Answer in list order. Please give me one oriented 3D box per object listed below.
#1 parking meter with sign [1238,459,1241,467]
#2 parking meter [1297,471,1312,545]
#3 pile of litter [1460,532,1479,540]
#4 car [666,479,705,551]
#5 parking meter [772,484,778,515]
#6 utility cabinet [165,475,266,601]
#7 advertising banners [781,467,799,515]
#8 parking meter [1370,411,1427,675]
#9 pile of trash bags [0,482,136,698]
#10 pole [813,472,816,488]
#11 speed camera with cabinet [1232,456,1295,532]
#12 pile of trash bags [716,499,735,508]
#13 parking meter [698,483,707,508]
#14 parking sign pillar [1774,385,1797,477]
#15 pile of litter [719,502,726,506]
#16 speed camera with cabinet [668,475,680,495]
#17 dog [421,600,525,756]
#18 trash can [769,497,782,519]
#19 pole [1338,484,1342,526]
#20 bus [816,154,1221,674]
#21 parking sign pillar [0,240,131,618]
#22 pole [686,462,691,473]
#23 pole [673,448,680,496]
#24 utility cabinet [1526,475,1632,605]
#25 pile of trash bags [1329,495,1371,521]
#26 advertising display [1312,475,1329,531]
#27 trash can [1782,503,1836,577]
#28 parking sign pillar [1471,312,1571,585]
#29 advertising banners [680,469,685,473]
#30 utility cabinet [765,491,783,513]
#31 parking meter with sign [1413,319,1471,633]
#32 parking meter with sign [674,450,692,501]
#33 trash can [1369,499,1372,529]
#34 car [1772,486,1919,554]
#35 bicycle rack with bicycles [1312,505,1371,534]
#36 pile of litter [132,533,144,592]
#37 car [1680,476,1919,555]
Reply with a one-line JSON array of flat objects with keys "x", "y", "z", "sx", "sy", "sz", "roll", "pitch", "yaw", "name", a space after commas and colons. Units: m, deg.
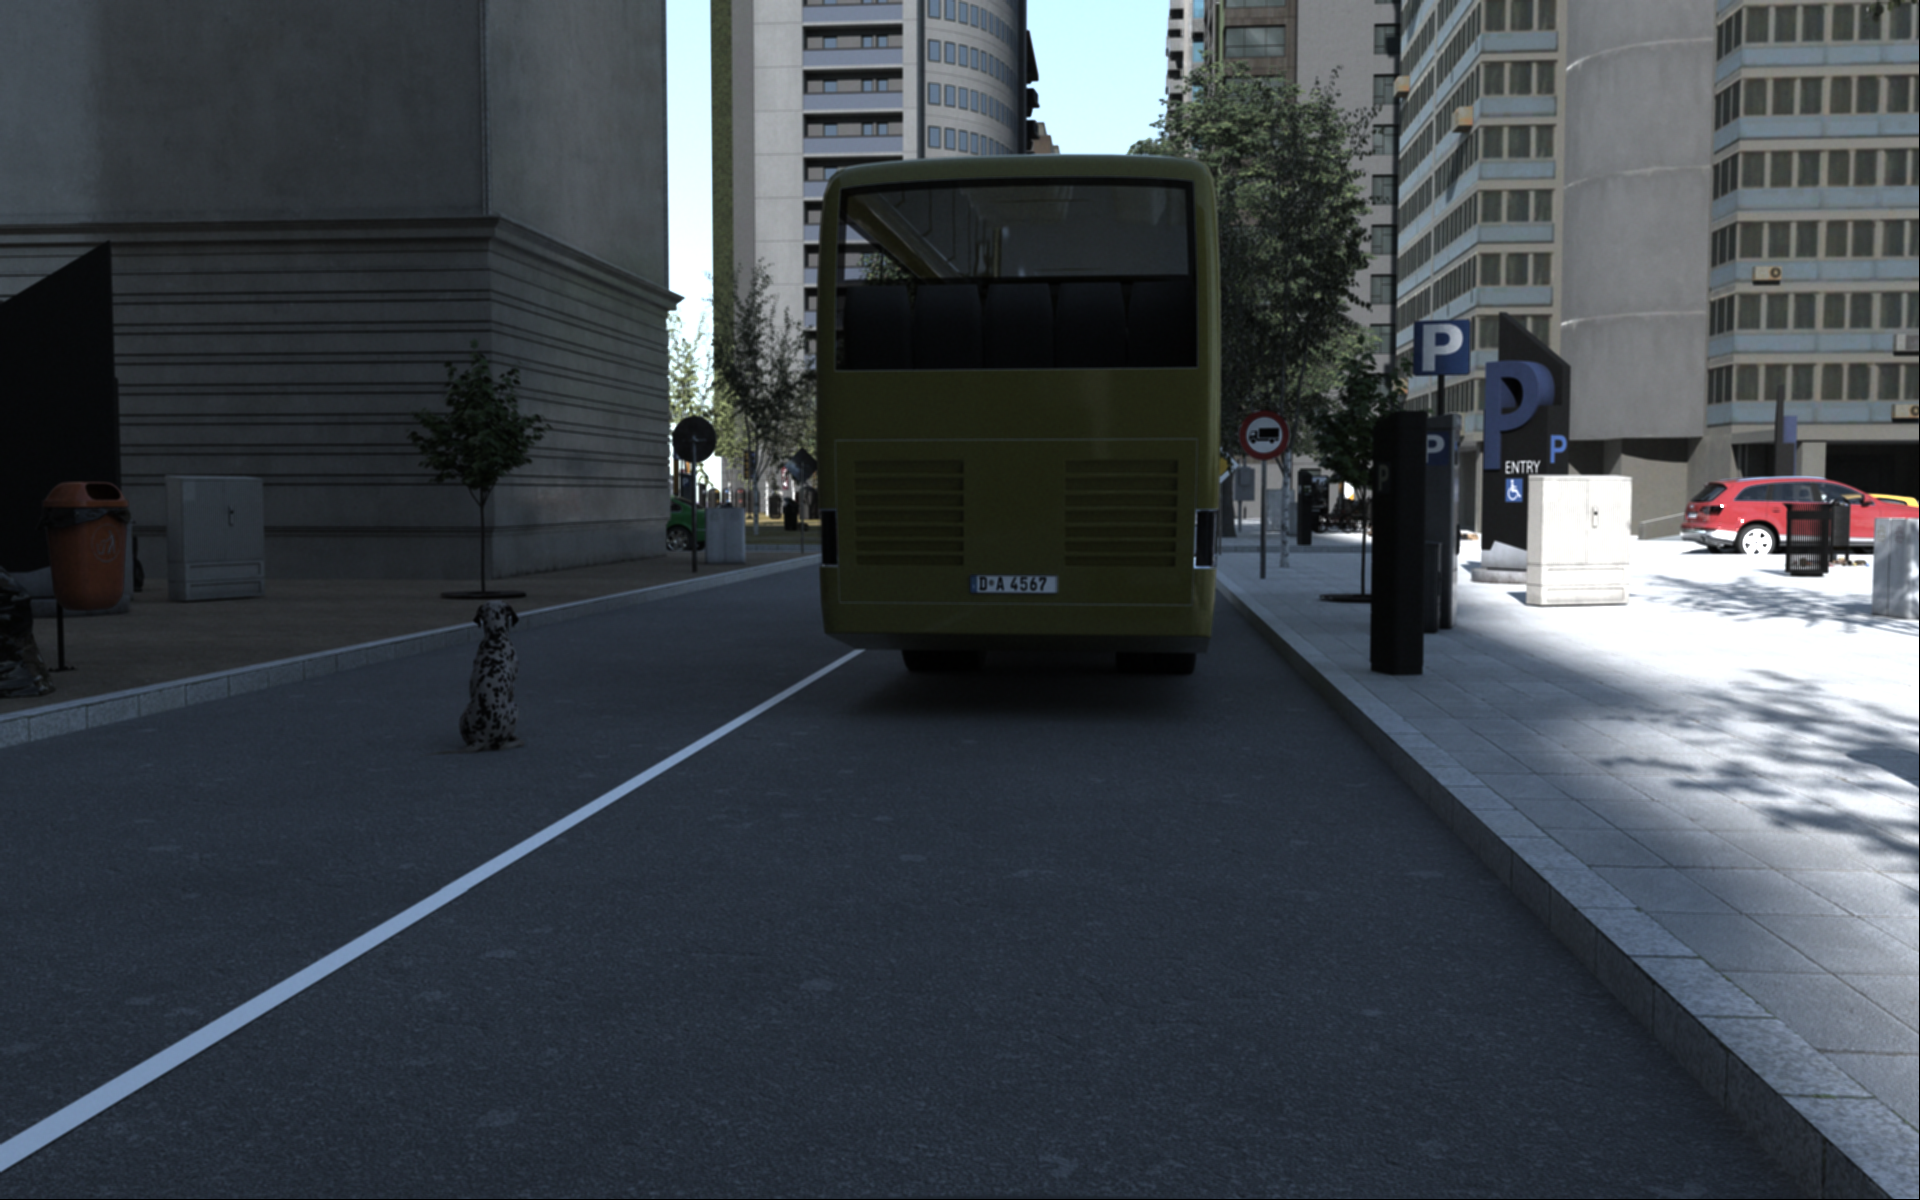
[{"x": 12.982, "y": -5.471, "z": 85.714, "sx": 1.738, "sy": 3.016, "sz": 0.543, "roll": 1, "pitch": 4, "yaw": 16, "name": "parking meter with sign"}, {"x": 8.648, "y": -2.308, "z": 43.452, "sx": 0.255, "sy": 1.863, "sz": 0.399, "roll": -1, "pitch": 4, "yaw": -11, "name": "parking meter"}, {"x": 14.016, "y": -2.134, "z": 48.849, "sx": 1.176, "sy": 0.858, "sz": 1.719, "roll": 0, "pitch": 4, "yaw": 8, "name": "pile of litter"}, {"x": -8.001, "y": -2.047, "z": 42.259, "sx": 4.718, "sy": 1.807, "sz": 1.959, "roll": 0, "pitch": 4, "yaw": 5, "name": "car"}, {"x": -11.213, "y": -6.073, "z": 105.006, "sx": 0.255, "sy": 1.863, "sz": 0.399, "roll": -2, "pitch": 4, "yaw": -31, "name": "parking meter"}, {"x": -8.989, "y": -0.751, "z": 20.958, "sx": 0.318, "sy": 1.500, "sz": 1.173, "roll": 2, "pitch": 4, "yaw": 27, "name": "utility cabinet"}, {"x": -10.192, "y": -6.801, "z": 107.377, "sx": 2.074, "sy": 3.025, "sz": 0.090, "roll": 2, "pitch": 4, "yaw": 24, "name": "advertising banners"}, {"x": 3.137, "y": -0.410, "z": 12.408, "sx": 0.255, "sy": 1.863, "sz": 0.399, "roll": -1, "pitch": 4, "yaw": -12, "name": "parking meter"}, {"x": -6.709, "y": -0.085, "z": 11.136, "sx": 1.912, "sy": 1.369, "sz": 3.447, "roll": 1, "pitch": 4, "yaw": 17, "name": "pile of trash bags"}, {"x": -9.097, "y": -6.993, "z": 108.179, "sx": 0.158, "sy": 3.312, "sz": 0.155, "roll": 0, "pitch": 3, "yaw": 0, "name": "pole"}, {"x": 10.301, "y": -3.941, "z": 58.777, "sx": 2.038, "sy": 3.252, "sz": 0.660, "roll": 0, "pitch": 4, "yaw": -2, "name": "speed camera with cabinet"}, {"x": -7.475, "y": -2.241, "z": 46.394, "sx": 3.447, "sy": 1.369, "sz": 1.912, "roll": 1, "pitch": 4, "yaw": 21, "name": "pile of trash bags"}, {"x": -13.485, "y": -5.203, "z": 90.786, "sx": 0.255, "sy": 1.863, "sz": 0.399, "roll": 3, "pitch": 5, "yaw": 41, "name": "parking meter"}, {"x": 20.658, "y": -3.361, "z": 43.432, "sx": 1.447, "sy": 3.967, "sz": 1.447, "roll": 2, "pitch": 4, "yaw": 23, "name": "parking sign pillar"}, {"x": -13.397, "y": -5.126, "z": 97.781, "sx": 1.719, "sy": 0.858, "sz": 1.176, "roll": 0, "pitch": 4, "yaw": -3, "name": "pile of litter"}, {"x": -13.558, "y": -5.443, "z": 83.328, "sx": 2.038, "sy": 3.252, "sz": 0.660, "roll": 3, "pitch": 5, "yaw": 43, "name": "speed camera with cabinet"}, {"x": -2.751, "y": 0.432, "z": 9.773, "sx": 0.513, "sy": 0.831, "sz": 0.800, "roll": 2, "pitch": 4, "yaw": 35, "name": "dog"}, {"x": -9.547, "y": -4.762, "z": 89.512, "sx": 0.748, "sy": 1.137, "sz": 0.748, "roll": 0, "pitch": 3, "yaw": 0, "name": "trash can"}, {"x": 15.221, "y": -4.603, "z": 69.094, "sx": 0.158, "sy": 3.312, "sz": 0.155, "roll": 0, "pitch": 3, "yaw": 0, "name": "pole"}, {"x": 1.067, "y": -1.541, "z": 16.734, "sx": 2.896, "sy": 3.916, "sz": 12.252, "roll": 0, "pitch": 4, "yaw": 7, "name": "bus"}, {"x": -9.692, "y": -1.834, "z": 18.451, "sx": 1.447, "sy": 3.967, "sz": 1.447, "roll": -1, "pitch": 4, "yaw": -19, "name": "parking sign pillar"}, {"x": -11.265, "y": -4.766, "z": 71.763, "sx": 0.158, "sy": 3.312, "sz": 0.155, "roll": 0, "pitch": 3, "yaw": 0, "name": "pole"}, {"x": -10.160, "y": -4.171, "z": 62.041, "sx": 0.158, "sy": 3.312, "sz": 0.155, "roll": 0, "pitch": 3, "yaw": 0, "name": "pole"}, {"x": 7.107, "y": -0.684, "z": 19.867, "sx": 1.173, "sy": 1.500, "sz": 0.318, "roll": -1, "pitch": 4, "yaw": -16, "name": "utility cabinet"}, {"x": 18.248, "y": -4.477, "z": 82.959, "sx": 3.447, "sy": 1.369, "sz": 1.912, "roll": 0, "pitch": 4, "yaw": -3, "name": "pile of trash bags"}, {"x": 12.318, "y": -3.361, "z": 60.161, "sx": 0.974, "sy": 1.923, "sz": 0.123, "roll": 2, "pitch": 4, "yaw": 25, "name": "advertising display"}, {"x": 13.189, "y": -0.935, "z": 26.944, "sx": 0.748, "sy": 1.137, "sz": 0.748, "roll": 0, "pitch": 3, "yaw": 0, "name": "trash can"}, {"x": 8.202, "y": -2.242, "z": 25.132, "sx": 1.447, "sy": 3.967, "sz": 1.447, "roll": -2, "pitch": 4, "yaw": -26, "name": "parking sign pillar"}, {"x": -20.155, "y": -7.668, "z": 121.563, "sx": 2.074, "sy": 3.025, "sz": 0.090, "roll": 0, "pitch": 4, "yaw": 3, "name": "advertising banners"}, {"x": -12.231, "y": -6.436, "z": 113.912, "sx": 1.173, "sy": 1.500, "sz": 0.318, "roll": 0, "pitch": 4, "yaw": -5, "name": "utility cabinet"}, {"x": 4.549, "y": -1.250, "z": 16.694, "sx": 0.543, "sy": 3.016, "sz": 1.738, "roll": 1, "pitch": 4, "yaw": 20, "name": "parking meter with sign"}, {"x": -9.616, "y": -3.981, "z": 61.344, "sx": 0.543, "sy": 3.016, "sz": 1.738, "roll": 0, "pitch": 4, "yaw": 7, "name": "parking meter with sign"}, {"x": 13.353, "y": -2.652, "z": 55.015, "sx": 0.748, "sy": 1.137, "sz": 0.748, "roll": 0, "pitch": 3, "yaw": 0, "name": "trash can"}, {"x": 20.351, "y": -1.828, "z": 40.108, "sx": 3.980, "sy": 1.641, "sz": 2.015, "roll": 0, "pitch": 4, "yaw": 7, "name": "car"}, {"x": 12.717, "y": -2.692, "z": 57.404, "sx": 2.925, "sy": 0.926, "sz": 2.852, "roll": 0, "pitch": 4, "yaw": -6, "name": "bicycle rack with bicycles"}, {"x": -11.334, "y": -0.542, "z": 22.819, "sx": 1.176, "sy": 0.858, "sz": 1.719, "roll": 0, "pitch": 4, "yaw": -7, "name": "pile of litter"}, {"x": 18.671, "y": -1.794, "z": 38.002, "sx": 5.304, "sy": 1.827, "sz": 2.281, "roll": 0, "pitch": 4, "yaw": 4, "name": "car"}]
